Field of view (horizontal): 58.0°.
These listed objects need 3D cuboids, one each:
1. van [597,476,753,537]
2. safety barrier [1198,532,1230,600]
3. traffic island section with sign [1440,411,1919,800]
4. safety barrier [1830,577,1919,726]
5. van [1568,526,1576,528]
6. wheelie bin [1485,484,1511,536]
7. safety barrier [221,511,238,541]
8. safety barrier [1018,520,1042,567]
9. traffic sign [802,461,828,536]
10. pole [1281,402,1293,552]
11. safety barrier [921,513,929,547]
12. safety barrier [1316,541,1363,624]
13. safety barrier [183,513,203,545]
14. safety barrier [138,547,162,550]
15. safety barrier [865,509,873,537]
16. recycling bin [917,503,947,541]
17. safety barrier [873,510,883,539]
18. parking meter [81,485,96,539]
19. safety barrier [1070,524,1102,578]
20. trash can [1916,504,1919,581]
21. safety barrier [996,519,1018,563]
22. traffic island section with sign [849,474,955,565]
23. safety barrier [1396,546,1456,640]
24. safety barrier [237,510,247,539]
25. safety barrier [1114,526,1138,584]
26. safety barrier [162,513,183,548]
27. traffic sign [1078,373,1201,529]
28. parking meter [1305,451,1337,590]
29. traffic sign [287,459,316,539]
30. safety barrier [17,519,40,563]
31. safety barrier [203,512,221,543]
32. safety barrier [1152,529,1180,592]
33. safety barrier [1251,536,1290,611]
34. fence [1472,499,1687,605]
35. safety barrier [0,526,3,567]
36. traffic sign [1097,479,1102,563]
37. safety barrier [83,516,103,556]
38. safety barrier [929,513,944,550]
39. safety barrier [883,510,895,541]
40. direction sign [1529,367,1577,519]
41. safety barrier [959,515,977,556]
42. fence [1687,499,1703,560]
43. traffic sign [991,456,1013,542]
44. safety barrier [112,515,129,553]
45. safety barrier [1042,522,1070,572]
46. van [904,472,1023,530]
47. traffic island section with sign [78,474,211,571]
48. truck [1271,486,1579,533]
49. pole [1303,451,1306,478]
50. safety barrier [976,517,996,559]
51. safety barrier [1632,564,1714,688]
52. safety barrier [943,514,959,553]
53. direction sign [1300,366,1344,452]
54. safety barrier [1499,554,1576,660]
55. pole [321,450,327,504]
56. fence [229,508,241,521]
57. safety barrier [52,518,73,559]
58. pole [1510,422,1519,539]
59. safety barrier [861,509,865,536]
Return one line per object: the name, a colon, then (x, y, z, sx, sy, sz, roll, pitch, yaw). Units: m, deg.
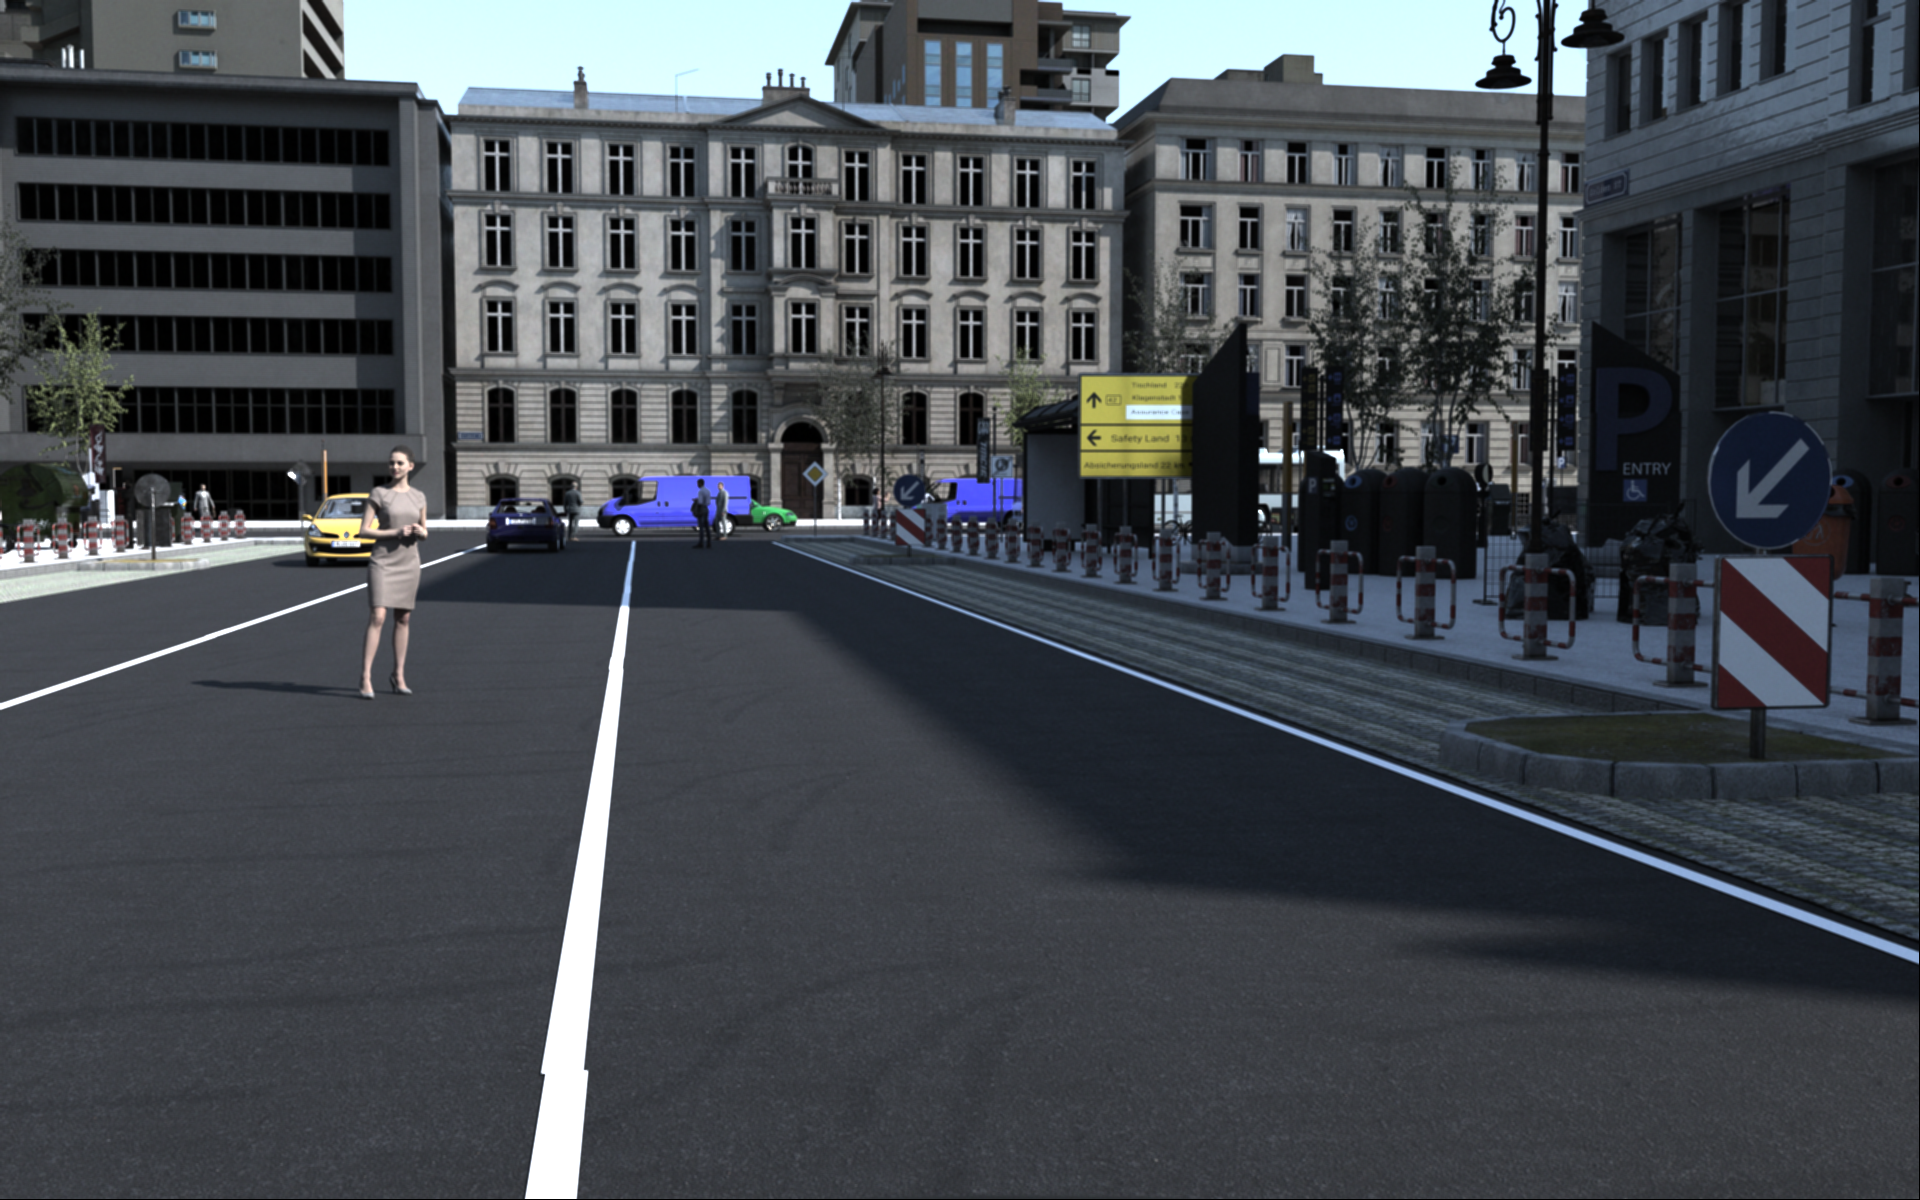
van: (-9.700, -3.339, 58.984, 5.245, 2.365, 2.240, -1, 4, -11)
safety barrier: (3.071, -0.410, 20.975, 0.300, 0.817, 1.120, -1, 4, -10)
traffic island section with sign: (3.641, -0.026, 9.049, 1.989, 1.847, 2.006, -1, 4, -10)
safety barrier: (5.159, 0.282, 9.660, 0.300, 0.817, 1.120, -1, 4, -10)
van: (26.314, -3.923, 71.145, 4.112, 2.044, 2.013, -1, 4, -11)
wheelie bin: (16.612, -2.794, 53.585, 0.980, 1.594, 0.693, 0, 4, -7)
safety barrier: (-20.075, -2.017, 47.251, 0.300, 0.817, 1.120, -1, 4, -10)
safety barrier: (1.325, -0.988, 30.424, 0.300, 0.817, 1.120, -1, 4, -10)
traffic sign: (-4.379, -2.978, 52.336, 0.795, 2.450, 0.064, -1, 4, -10)
pole: (7.240, -2.720, 38.313, 0.158, 3.312, 0.155, 0, 3, 0)
safety barrier: (-0.768, -1.681, 41.763, 0.300, 0.817, 1.120, -1, 4, -10)
safety barrier: (3.763, -0.179, 17.204, 0.300, 0.817, 1.120, -1, 4, -10)
safety barrier: (-19.379, -1.786, 43.470, 0.300, 0.817, 1.120, -1, 4, -10)
safety barrier: (-18.679, -1.555, 39.701, 0.300, 0.817, 1.120, -1, 4, -10)
safety barrier: (-2.521, -2.262, 51.255, 0.300, 0.817, 1.120, -1, 4, -10)
recycling bin: (-0.772, -2.137, 47.490, 0.722, 1.027, 0.722, -1, 4, -13)
safety barrier: (-2.174, -2.146, 49.364, 0.300, 0.817, 1.120, -1, 4, -10)
parking meter: (-24.744, -2.492, 49.163, 0.372, 1.533, 0.369, 0, 3, 0)
safety barrier: (2.022, -0.757, 26.654, 0.300, 0.817, 1.120, -1, 4, -10)
trash can: (13.790, -0.770, 24.238, 0.748, 1.137, 0.748, 0, 3, 0)
safety barrier: (0.979, -1.103, 32.309, 0.300, 0.817, 1.120, -1, 4, -10)
traffic island section with sign: (-1.252, -1.647, 35.558, 1.989, 1.847, 2.006, -1, 4, -10)
safety barrier: (4.115, -0.064, 15.320, 0.300, 0.817, 1.120, -1, 4, -10)
safety barrier: (-20.426, -2.133, 49.142, 0.300, 0.817, 1.120, -1, 4, -10)
safety barrier: (2.367, -0.642, 24.769, 0.300, 0.817, 1.120, -1, 4, -10)
safety barrier: (-19.030, -1.670, 41.586, 0.300, 0.817, 1.120, -1, 4, -10)
traffic sign: (3.111, -2.160, 29.187, 2.265, 3.308, 0.079, 0, 4, -1)
parking meter: (4.830, -1.069, 23.194, 0.255, 1.863, 0.399, -1, 4, -23)
traffic sign: (-18.883, -2.816, 49.688, 0.795, 2.450, 0.064, -1, 4, -10)
safety barrier: (-17.282, -1.092, 32.135, 0.300, 0.817, 1.120, -1, 4, -10)
safety barrier: (-19.728, -1.902, 45.365, 0.300, 0.817, 1.120, -1, 4, -10)
safety barrier: (2.717, -0.526, 22.876, 0.300, 0.817, 1.120, -1, 4, -10)
safety barrier: (3.420, -0.295, 19.090, 0.300, 0.817, 1.120, -1, 4, -10)
fence: (7.178, -0.547, 20.154, 2.264, 1.192, 0.480, 0, 4, 2)
safety barrier: (-16.934, -0.977, 30.245, 0.300, 0.817, 1.120, -1, 4, -10)
traffic sign: (2.604, -1.964, 32.225, 0.768, 2.556, 0.104, 0, 4, -6)
safety barrier: (-17.983, -1.324, 35.919, 0.300, 0.817, 1.120, -1, 4, -10)
safety barrier: (-0.421, -1.566, 39.877, 0.300, 0.817, 1.120, -1, 4, -10)
safety barrier: (-1.824, -2.030, 47.466, 0.300, 0.817, 1.120, -1, 4, -10)
direction sign: (10.707, -2.407, 31.346, 0.379, 3.537, 0.876, -3, 5, -43)
safety barrier: (0.277, -1.334, 36.087, 0.300, 0.817, 1.120, -1, 4, -10)
fence: (13.425, -1.405, 34.169, 2.264, 1.192, 0.480, 0, 4, 3)
traffic sign: (1.106, -2.681, 45.969, 0.606, 2.300, 0.079, 0, 4, -6)
safety barrier: (-18.330, -1.439, 37.804, 0.300, 0.817, 1.120, -1, 4, -10)
safety barrier: (1.673, -0.872, 28.539, 0.300, 0.817, 1.120, -1, 4, -10)
van: (0.332, -3.880, 67.816, 5.245, 2.365, 2.240, -1, 4, -10)
traffic island section with sign: (-15.499, -1.495, 33.069, 1.989, 1.847, 2.006, -1, 4, -10)
truck: (20.792, -4.514, 63.560, 18.799, 4.110, 2.967, -1, 4, -9)
pole: (10.238, -3.503, 51.120, 0.158, 3.312, 0.155, 0, 3, 0)
safety barrier: (0.629, -1.218, 34.194, 0.300, 0.817, 1.120, -1, 4, -10)
safety barrier: (4.811, 0.167, 11.545, 0.300, 0.817, 1.120, -1, 4, -10)
safety barrier: (-0.071, -1.450, 37.987, 0.300, 0.817, 1.120, -1, 4, -10)
direction sign: (6.444, -2.380, 30.918, 0.379, 3.537, 0.876, -3, 5, -44)
safety barrier: (4.465, 0.052, 13.430, 0.300, 0.817, 1.120, -1, 4, -10)
pole: (-29.646, -5.319, 80.801, 0.158, 3.312, 0.155, 0, 3, 0)
fence: (-30.288, -3.488, 72.400, 0.278, 0.683, 2.069, -1, 4, -10)
safety barrier: (-17.631, -1.208, 34.030, 0.300, 0.817, 1.120, -1, 4, -10)
pole: (15.663, -3.368, 48.907, 0.158, 3.312, 0.155, 0, 3, 0)
safety barrier: (-2.870, -2.377, 53.140, 0.300, 0.817, 1.120, -1, 4, -10)
